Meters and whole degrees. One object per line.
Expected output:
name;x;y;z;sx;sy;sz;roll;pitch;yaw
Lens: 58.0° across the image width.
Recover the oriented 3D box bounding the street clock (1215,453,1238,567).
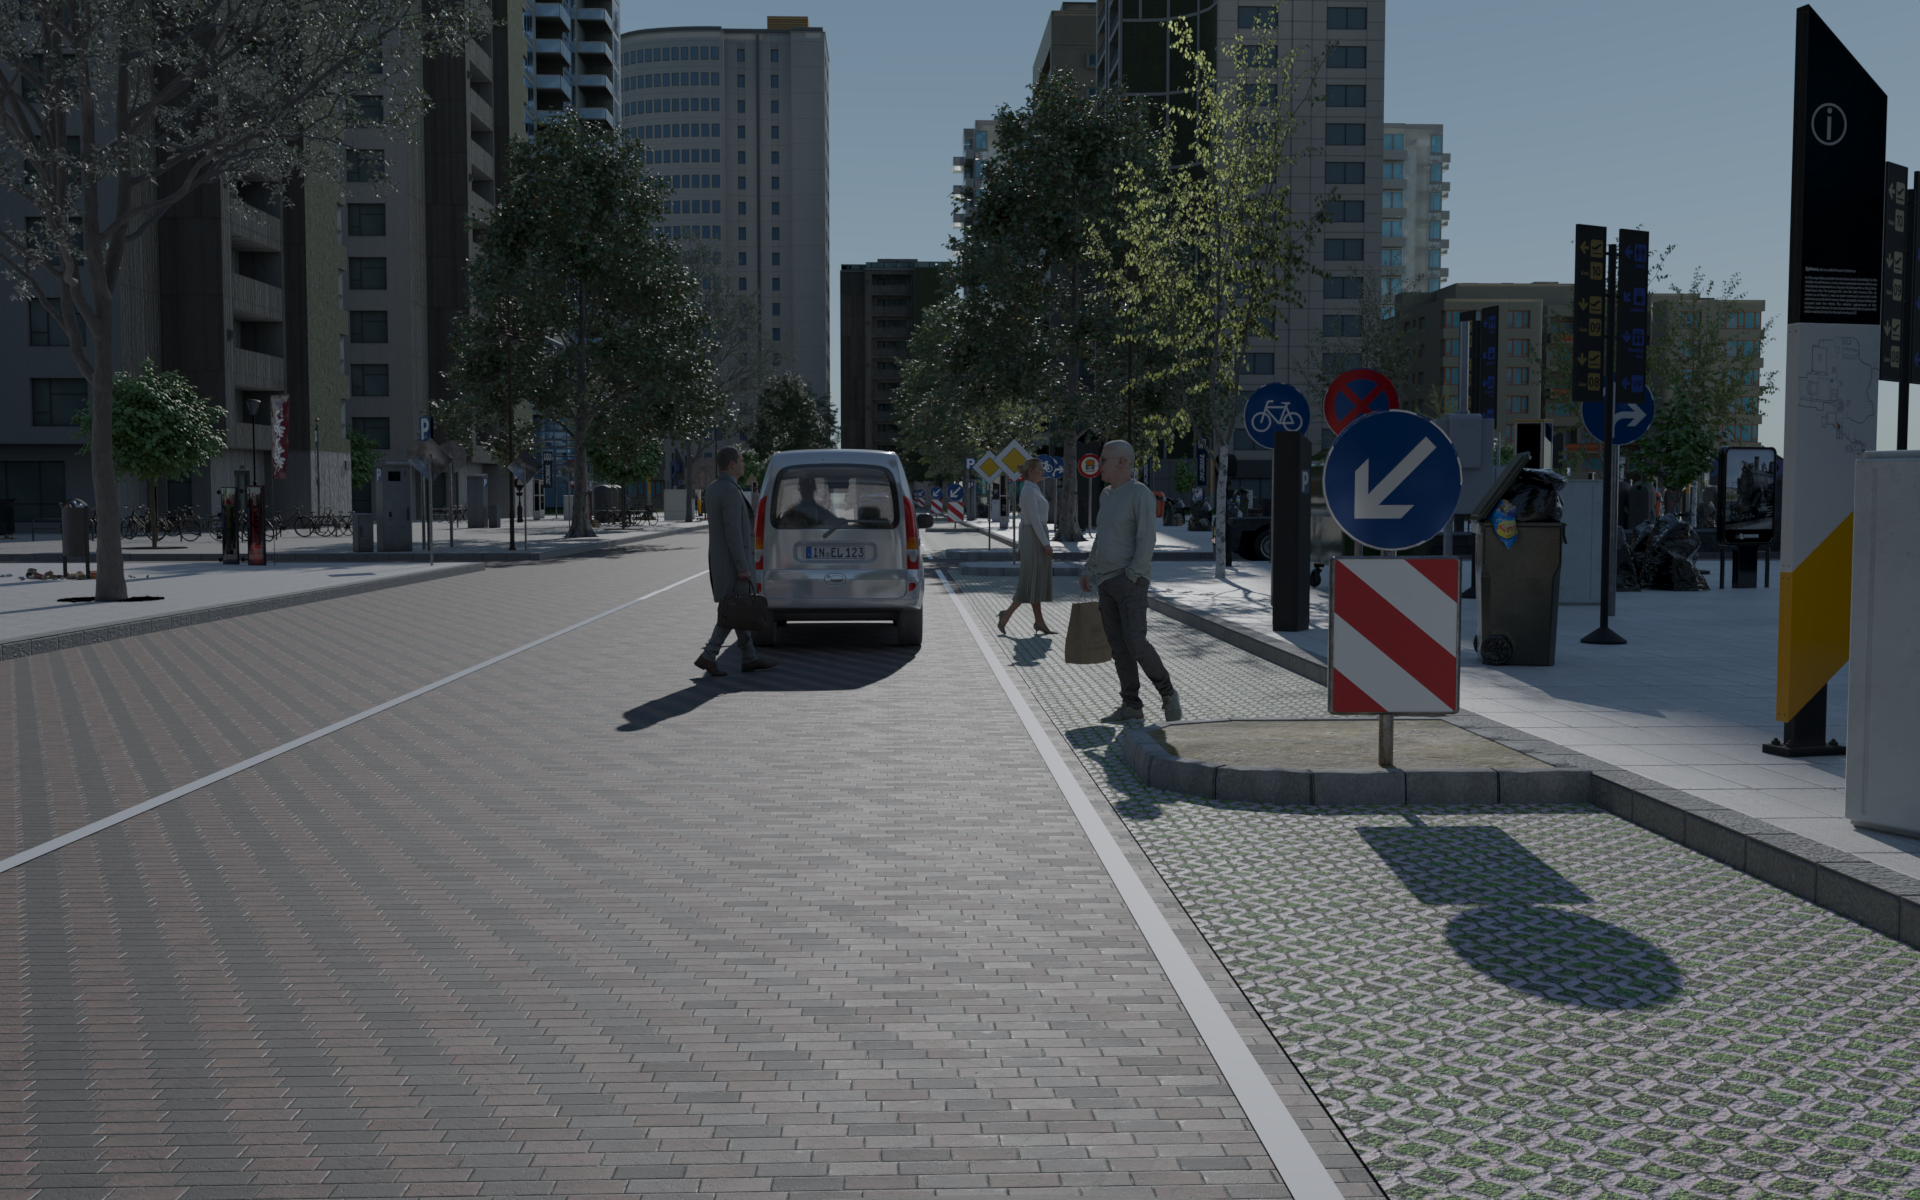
street clock;4.695;-1.593;30.620;0.358;2.002;0.471;-1;4;-17

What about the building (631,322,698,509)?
building;-40.946;-19.547;164.635;28.899;21.520;27.650;0;4;-2

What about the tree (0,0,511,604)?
tree;-10.327;-6.728;20.381;12.009;13.543;11.850;0;3;0

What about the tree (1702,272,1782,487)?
tree;24.425;-6.512;56.830;4.737;8.622;4.395;0;3;0

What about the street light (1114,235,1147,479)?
street light;3.040;-3.561;31.002;0.468;5.910;1.993;0;4;-2

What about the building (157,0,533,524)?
building;-30.548;-19.389;88.713;14.160;30.474;14.107;0;4;-2

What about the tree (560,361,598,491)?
tree;-20.055;-8.810;94.404;4.737;8.622;4.395;0;3;0

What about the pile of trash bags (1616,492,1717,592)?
pile of trash bags;9.149;-0.891;24.319;1.912;1.369;3.447;0;4;6

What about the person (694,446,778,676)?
person;-1.783;-0.317;13.780;0.767;1.812;0.694;-2;4;-25

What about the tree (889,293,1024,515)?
tree;0.398;-12.326;108.185;9.857;13.997;8.962;0;3;0

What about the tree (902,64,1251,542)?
tree;3.067;-7.919;46.488;9.611;12.733;9.660;0;3;0

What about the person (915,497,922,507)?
person;-4.453;-10.319;177.941;1.217;1.743;0.721;0;4;0

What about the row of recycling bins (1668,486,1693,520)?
row of recycling bins;34.688;-4.797;85.551;3.534;1.692;1.069;0;4;4

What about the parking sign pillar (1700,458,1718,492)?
parking sign pillar;42.884;-6.736;98.613;1.447;3.967;1.447;-3;4;-37

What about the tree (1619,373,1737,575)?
tree;11.454;-2.042;27.981;1.663;3.219;1.824;0;3;0

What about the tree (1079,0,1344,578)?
tree;3.945;-4.651;26.410;4.360;8.622;3.978;0;3;0

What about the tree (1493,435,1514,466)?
tree;29.705;-6.853;95.758;4.285;4.588;4.351;0;3;0

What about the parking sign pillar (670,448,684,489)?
parking sign pillar;-16.578;-6.921;101.631;1.447;3.967;1.447;-2;4;-27

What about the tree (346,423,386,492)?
tree;-27.626;-5.773;78.106;4.285;4.588;4.351;0;3;0

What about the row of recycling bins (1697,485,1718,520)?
row of recycling bins;36.331;-4.516;80.949;1.069;1.692;3.534;-3;4;-36

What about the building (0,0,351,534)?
building;-30.925;-17.685;60.855;14.160;30.474;14.107;0;4;-2

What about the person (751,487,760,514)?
person;-9.980;-4.711;85.891;0.716;1.782;0.532;2;4;33

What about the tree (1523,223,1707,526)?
tree;17.831;-5.970;47.980;4.737;8.622;4.395;0;3;0

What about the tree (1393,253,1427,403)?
tree;12.506;-6.310;53.537;4.360;8.622;3.978;0;3;0

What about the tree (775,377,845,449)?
tree;-17.092;-17.134;186.788;9.857;13.997;8.962;0;3;0

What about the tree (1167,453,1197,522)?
tree;10.407;-5.256;80.536;1.663;3.219;1.824;0;3;0

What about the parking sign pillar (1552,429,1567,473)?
parking sign pillar;24.591;-5.119;72.163;1.447;3.967;1.447;3;5;45

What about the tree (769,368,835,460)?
tree;-15.974;-14.728;157.803;9.611;12.733;9.660;0;3;0

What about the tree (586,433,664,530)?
tree;-12.125;-4.813;62.403;4.285;4.588;4.351;0;3;0

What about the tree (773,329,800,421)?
tree;-12.188;-10.263;78.170;12.009;13.543;11.850;0;3;0

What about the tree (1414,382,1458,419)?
tree;31.730;-9.960;113.202;4.737;8.622;4.395;0;3;0

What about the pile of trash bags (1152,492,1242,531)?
pile of trash bags;8.222;-3.087;60.229;3.447;1.369;1.912;1;4;19

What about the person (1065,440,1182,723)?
person;1.015;-0.116;10.880;0.515;1.767;0.782;-2;4;-29

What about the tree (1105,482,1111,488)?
tree;8.887;-6.352;98.457;1.663;3.219;1.824;0;3;0

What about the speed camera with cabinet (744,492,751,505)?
speed camera with cabinet;-14.620;-7.295;113.606;0.660;3.252;2.038;3;5;40

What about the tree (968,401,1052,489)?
tree;1.694;-8.437;88.300;4.360;8.622;3.978;0;3;0

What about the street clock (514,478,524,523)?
street clock;-19.781;-4.479;77.803;0.358;2.002;0.471;2;4;33

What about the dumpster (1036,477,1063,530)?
dumpster;3.082;-3.389;61.173;1.264;1.857;1.865;0;4;-2

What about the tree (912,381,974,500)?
tree;-1.533;-15.873;177.655;7.486;12.596;7.792;0;3;0

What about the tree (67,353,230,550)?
tree;-19.021;-3.482;40.647;4.285;4.588;4.351;0;3;0

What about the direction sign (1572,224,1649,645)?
direction sign;5.544;-1.395;14.812;0.876;3.537;0.379;-2;4;-29

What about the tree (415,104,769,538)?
tree;-11.192;-8.212;51.277;9.611;12.733;9.660;0;3;0

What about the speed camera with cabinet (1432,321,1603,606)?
speed camera with cabinet;6.483;-1.577;20.113;2.038;3.252;0.660;0;4;2

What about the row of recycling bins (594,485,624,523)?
row of recycling bins;-15.910;-4.384;78.787;1.069;1.692;3.534;0;4;0

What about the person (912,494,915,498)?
person;-4.754;-10.210;176.903;0.415;1.643;0.593;0;4;-5

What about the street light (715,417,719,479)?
street light;-12.156;-6.949;86.407;0.468;5.910;1.993;0;4;-2

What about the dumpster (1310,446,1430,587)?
dumpster;5.399;-1.253;22.973;1.502;2.255;1.985;0;4;-2

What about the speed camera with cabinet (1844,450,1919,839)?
speed camera with cabinet;4.444;-0.759;6.753;2.038;3.252;0.660;-2;4;-24

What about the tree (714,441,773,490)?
tree;-13.874;-7.556;107.256;4.285;4.588;4.351;0;3;0

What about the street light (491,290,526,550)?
street light;-10.226;-4.074;39.393;0.468;5.910;1.993;0;4;-2

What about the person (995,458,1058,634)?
person;0.677;-0.540;17.557;0.641;1.798;0.478;1;4;11

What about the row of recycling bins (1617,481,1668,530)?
row of recycling bins;20.608;-2.945;55.261;1.069;1.692;3.534;-2;4;-32

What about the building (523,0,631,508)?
building;-36.130;-49.803;126.958;22.319;86.520;31.000;0;4;-2

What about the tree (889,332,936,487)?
tree;-1.745;-20.600;192.705;12.611;20.169;13.585;0;3;0

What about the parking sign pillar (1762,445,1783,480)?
parking sign pillar;44.515;-6.497;94.700;1.447;3.967;1.447;1;4;16
